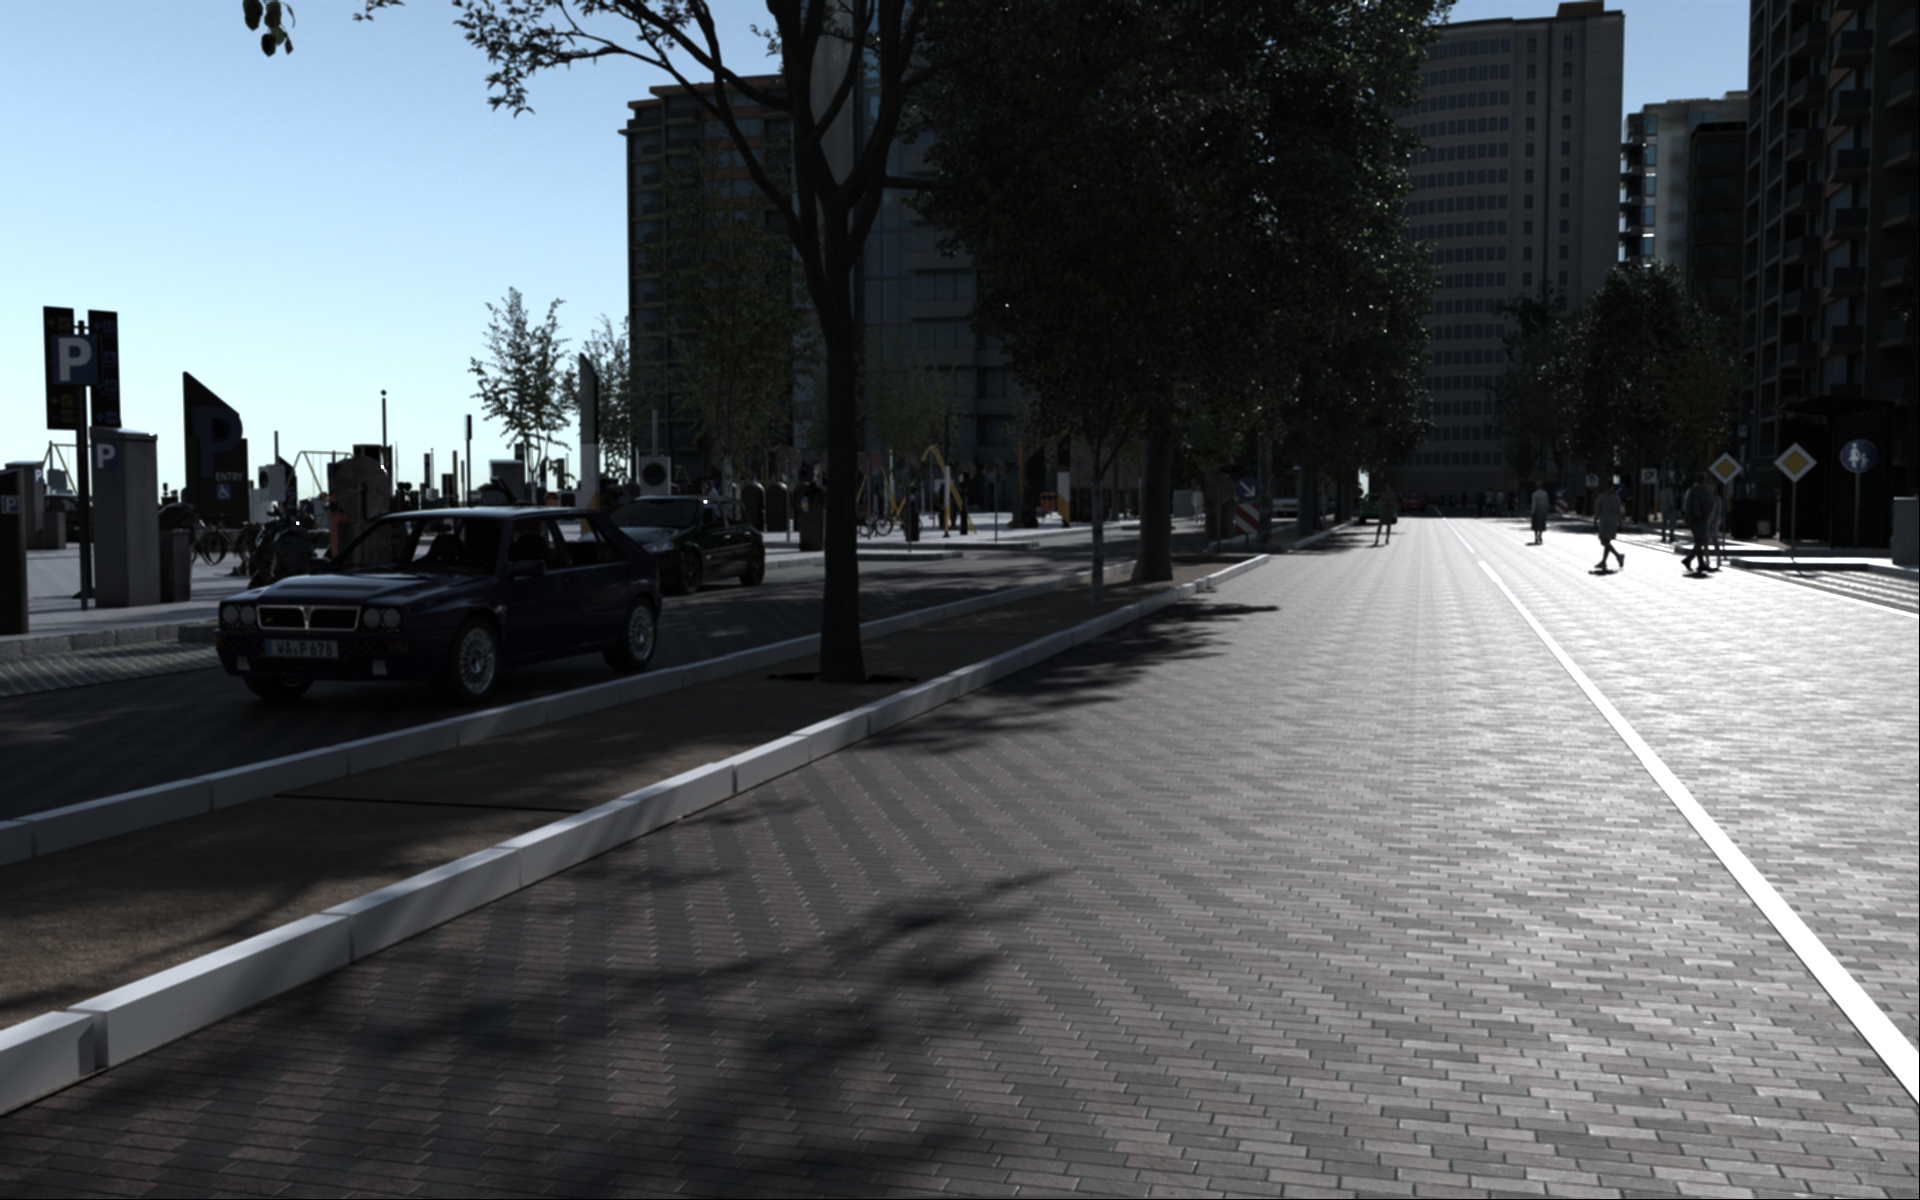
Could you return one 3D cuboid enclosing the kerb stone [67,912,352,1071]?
[{"bbox_3d":[-2.044,1.064,4.796,0.120,0.150,1.000,1,4,15],"label":"kerb stone"}]

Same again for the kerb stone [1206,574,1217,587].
[{"bbox_3d":[3.781,-0.265,26.582,0.120,0.150,1.000,1,4,15],"label":"kerb stone"}]

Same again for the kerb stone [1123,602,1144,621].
[{"bbox_3d":[1.918,0.156,19.651,0.120,0.150,1.000,1,4,15],"label":"kerb stone"}]

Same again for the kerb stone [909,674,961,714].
[{"bbox_3d":[-0.198,0.642,11.727,0.120,0.150,1.000,1,4,15],"label":"kerb stone"}]

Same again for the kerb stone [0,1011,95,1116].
[{"bbox_3d":[-2.322,1.125,3.803,0.120,0.150,1.000,1,4,15],"label":"kerb stone"}]

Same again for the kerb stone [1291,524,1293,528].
[{"bbox_3d":[13.283,-2.933,70.220,0.120,0.150,1.000,1,4,15],"label":"kerb stone"}]

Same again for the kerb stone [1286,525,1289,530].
[{"bbox_3d":[12.762,-2.816,68.229,0.120,0.150,1.000,1,4,15],"label":"kerb stone"}]

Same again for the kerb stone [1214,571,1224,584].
[{"bbox_3d":[4.050,-0.325,27.568,0.120,0.150,1.000,1,4,15],"label":"kerb stone"}]

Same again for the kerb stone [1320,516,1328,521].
[{"bbox_3d":[20.171,-4.511,95.951,0.120,0.150,1.000,1,4,15],"label":"kerb stone"}]

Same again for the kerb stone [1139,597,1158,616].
[{"bbox_3d":[2.193,0.095,20.637,0.120,0.150,1.000,1,4,15],"label":"kerb stone"}]

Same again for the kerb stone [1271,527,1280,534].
[{"bbox_3d":[11.695,-2.574,64.278,0.120,0.150,1.000,1,4,15],"label":"kerb stone"}]

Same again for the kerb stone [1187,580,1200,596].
[{"bbox_3d":[3.248,-0.147,24.602,0.120,0.150,1.000,1,4,15],"label":"kerb stone"}]

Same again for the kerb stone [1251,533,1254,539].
[{"bbox_3d":[9.037,-1.966,54.371,0.120,0.150,1.000,1,4,15],"label":"kerb stone"}]

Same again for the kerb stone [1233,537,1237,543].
[{"bbox_3d":[7.714,-1.665,49.425,0.120,0.150,1.000,1,4,15],"label":"kerb stone"}]

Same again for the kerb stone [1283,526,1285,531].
[{"bbox_3d":[12.219,-2.693,66.257,0.120,0.150,1.000,1,4,15],"label":"kerb stone"}]

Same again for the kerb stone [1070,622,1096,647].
[{"bbox_3d":[1.135,0.344,16.682,0.120,0.150,1.000,1,4,15],"label":"kerb stone"}]

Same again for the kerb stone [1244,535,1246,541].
[{"bbox_3d":[8.514,-1.847,52.393,0.120,0.150,1.000,1,4,15],"label":"kerb stone"}]

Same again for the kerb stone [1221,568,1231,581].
[{"bbox_3d":[4.315,-0.381,28.556,0.120,0.150,1.000,1,4,15],"label":"kerb stone"}]

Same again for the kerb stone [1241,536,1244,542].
[{"bbox_3d":[8.249,-1.787,51.406,0.120,0.150,1.000,1,4,15],"label":"kerb stone"}]

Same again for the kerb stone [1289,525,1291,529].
[{"bbox_3d":[13.023,-2.872,69.226,0.120,0.150,1.000,1,4,15],"label":"kerb stone"}]

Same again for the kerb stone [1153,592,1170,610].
[{"bbox_3d":[2.458,0.037,21.626,0.120,0.150,1.000,1,4,15],"label":"kerb stone"}]

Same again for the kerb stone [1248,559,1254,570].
[{"bbox_3d":[5.372,-0.632,32.521,0.120,0.150,1.000,1,4,15],"label":"kerb stone"}]

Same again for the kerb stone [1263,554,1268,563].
[{"bbox_3d":[6.160,-0.811,35.491,0.120,0.150,1.000,1,4,15],"label":"kerb stone"}]

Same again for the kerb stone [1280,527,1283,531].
[{"bbox_3d":[11.958,-2.634,65.266,0.120,0.150,1.000,1,4,15],"label":"kerb stone"}]

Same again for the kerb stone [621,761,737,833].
[{"bbox_3d":[-1.261,0.882,7.770,0.120,0.150,1.000,1,4,15],"label":"kerb stone"}]

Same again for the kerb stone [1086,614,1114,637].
[{"bbox_3d":[1.397,0.277,17.672,0.120,0.150,1.000,1,4,15],"label":"kerb stone"}]

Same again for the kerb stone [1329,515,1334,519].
[{"bbox_3d":[21.756,-4.872,101.892,0.120,0.150,1.000,1,4,15],"label":"kerb stone"}]

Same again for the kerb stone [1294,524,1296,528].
[{"bbox_3d":[13.815,-3.049,72.203,0.120,0.150,1.000,1,4,15],"label":"kerb stone"}]

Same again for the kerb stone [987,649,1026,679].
[{"bbox_3d":[0.331,0.524,13.708,0.120,0.150,1.000,1,4,15],"label":"kerb stone"}]

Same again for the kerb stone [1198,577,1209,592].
[{"bbox_3d":[3.523,-0.208,25.593,0.120,0.150,1.000,1,4,15],"label":"kerb stone"}]

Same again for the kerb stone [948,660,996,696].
[{"bbox_3d":[0.068,0.580,12.714,0.120,0.150,1.000,1,4,15],"label":"kerb stone"}]

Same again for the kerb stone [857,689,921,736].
[{"bbox_3d":[-0.454,0.701,10.737,0.120,0.150,1.000,1,4,15],"label":"kerb stone"}]

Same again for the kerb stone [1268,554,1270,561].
[{"bbox_3d":[6.430,-0.869,36.488,0.120,0.150,1.000,1,4,15],"label":"kerb stone"}]

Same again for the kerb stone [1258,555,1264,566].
[{"bbox_3d":[5.909,-0.749,34.498,0.120,0.150,1.000,1,4,15],"label":"kerb stone"}]

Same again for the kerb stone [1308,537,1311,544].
[{"bbox_3d":[9.737,-1.632,48.879,0.120,0.150,1.000,1,4,15],"label":"kerb stone"}]

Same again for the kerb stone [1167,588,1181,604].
[{"bbox_3d":[2.720,-0.021,22.614,0.120,0.150,1.000,1,4,15],"label":"kerb stone"}]

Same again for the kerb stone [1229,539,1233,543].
[{"bbox_3d":[7.459,-1.603,48.435,0.120,0.150,1.000,1,4,15],"label":"kerb stone"}]

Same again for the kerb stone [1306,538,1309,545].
[{"bbox_3d":[9.479,-1.572,47.890,0.120,0.150,1.000,1,4,15],"label":"kerb stone"}]

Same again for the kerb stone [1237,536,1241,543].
[{"bbox_3d":[7.982,-1.726,50.412,0.120,0.150,1.000,1,4,15],"label":"kerb stone"}]

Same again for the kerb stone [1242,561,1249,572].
[{"bbox_3d":[5.101,-0.571,31.530,0.120,0.150,1.000,1,4,15],"label":"kerb stone"}]

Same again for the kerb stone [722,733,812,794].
[{"bbox_3d":[-0.991,0.830,8.756,0.120,0.150,1.000,1,4,15],"label":"kerb stone"}]

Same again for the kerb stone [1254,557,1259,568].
[{"bbox_3d":[5.638,-0.692,33.512,0.120,0.150,1.000,1,4,15],"label":"kerb stone"}]

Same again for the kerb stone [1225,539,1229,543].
[{"bbox_3d":[7.193,-1.540,47.445,0.120,0.150,1.000,1,4,15],"label":"kerb stone"}]

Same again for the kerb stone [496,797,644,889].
[{"bbox_3d":[-1.518,0.943,6.779,0.120,0.150,1.000,1,4,15],"label":"kerb stone"}]

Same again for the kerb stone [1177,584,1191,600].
[{"bbox_3d":[2.991,-0.086,23.604,0.120,0.150,1.000,1,4,15],"label":"kerb stone"}]

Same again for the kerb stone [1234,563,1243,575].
[{"bbox_3d":[4.835,-0.510,30.538,0.120,0.150,1.000,1,4,15],"label":"kerb stone"}]

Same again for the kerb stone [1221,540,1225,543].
[{"bbox_3d":[6.927,-1.479,46.448,0.120,0.150,1.000,1,4,15],"label":"kerb stone"}]

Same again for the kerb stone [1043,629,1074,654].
[{"bbox_3d":[0.857,0.398,15.695,0.120,0.150,1.000,1,4,15],"label":"kerb stone"}]

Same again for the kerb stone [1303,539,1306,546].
[{"bbox_3d":[9.212,-1.505,46.902,0.120,0.150,1.000,1,4,15],"label":"kerb stone"}]

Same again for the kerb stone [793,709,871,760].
[{"bbox_3d":[-0.726,0.763,9.752,0.120,0.150,1.000,1,4,15],"label":"kerb stone"}]

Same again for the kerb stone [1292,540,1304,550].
[{"bbox_3d":[8.953,-1.451,45.912,0.120,0.150,1.000,1,4,15],"label":"kerb stone"}]

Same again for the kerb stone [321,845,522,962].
[{"bbox_3d":[-1.780,1.004,5.791,0.120,0.150,1.000,1,4,15],"label":"kerb stone"}]

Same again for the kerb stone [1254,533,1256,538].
[{"bbox_3d":[9.304,-2.026,55.357,0.120,0.150,1.000,1,4,15],"label":"kerb stone"}]

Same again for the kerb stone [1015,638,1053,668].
[{"bbox_3d":[0.603,0.459,14.693,0.120,0.150,1.000,1,4,15],"label":"kerb stone"}]

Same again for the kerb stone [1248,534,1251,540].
[{"bbox_3d":[8.779,-1.907,53.381,0.120,0.150,1.000,1,4,15],"label":"kerb stone"}]

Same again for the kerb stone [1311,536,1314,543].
[{"bbox_3d":[10.016,-1.692,49.863,0.120,0.150,1.000,1,4,15],"label":"kerb stone"}]

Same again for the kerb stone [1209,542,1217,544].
[{"bbox_3d":[6.659,-1.423,45.459,0.120,0.150,1.000,1,4,15],"label":"kerb stone"}]

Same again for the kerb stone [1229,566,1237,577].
[{"bbox_3d":[4.572,-0.448,29.545,0.120,0.150,1.000,1,4,15],"label":"kerb stone"}]

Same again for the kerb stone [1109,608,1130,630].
[{"bbox_3d":[1.666,0.219,18.658,0.120,0.150,1.000,1,4,15],"label":"kerb stone"}]
